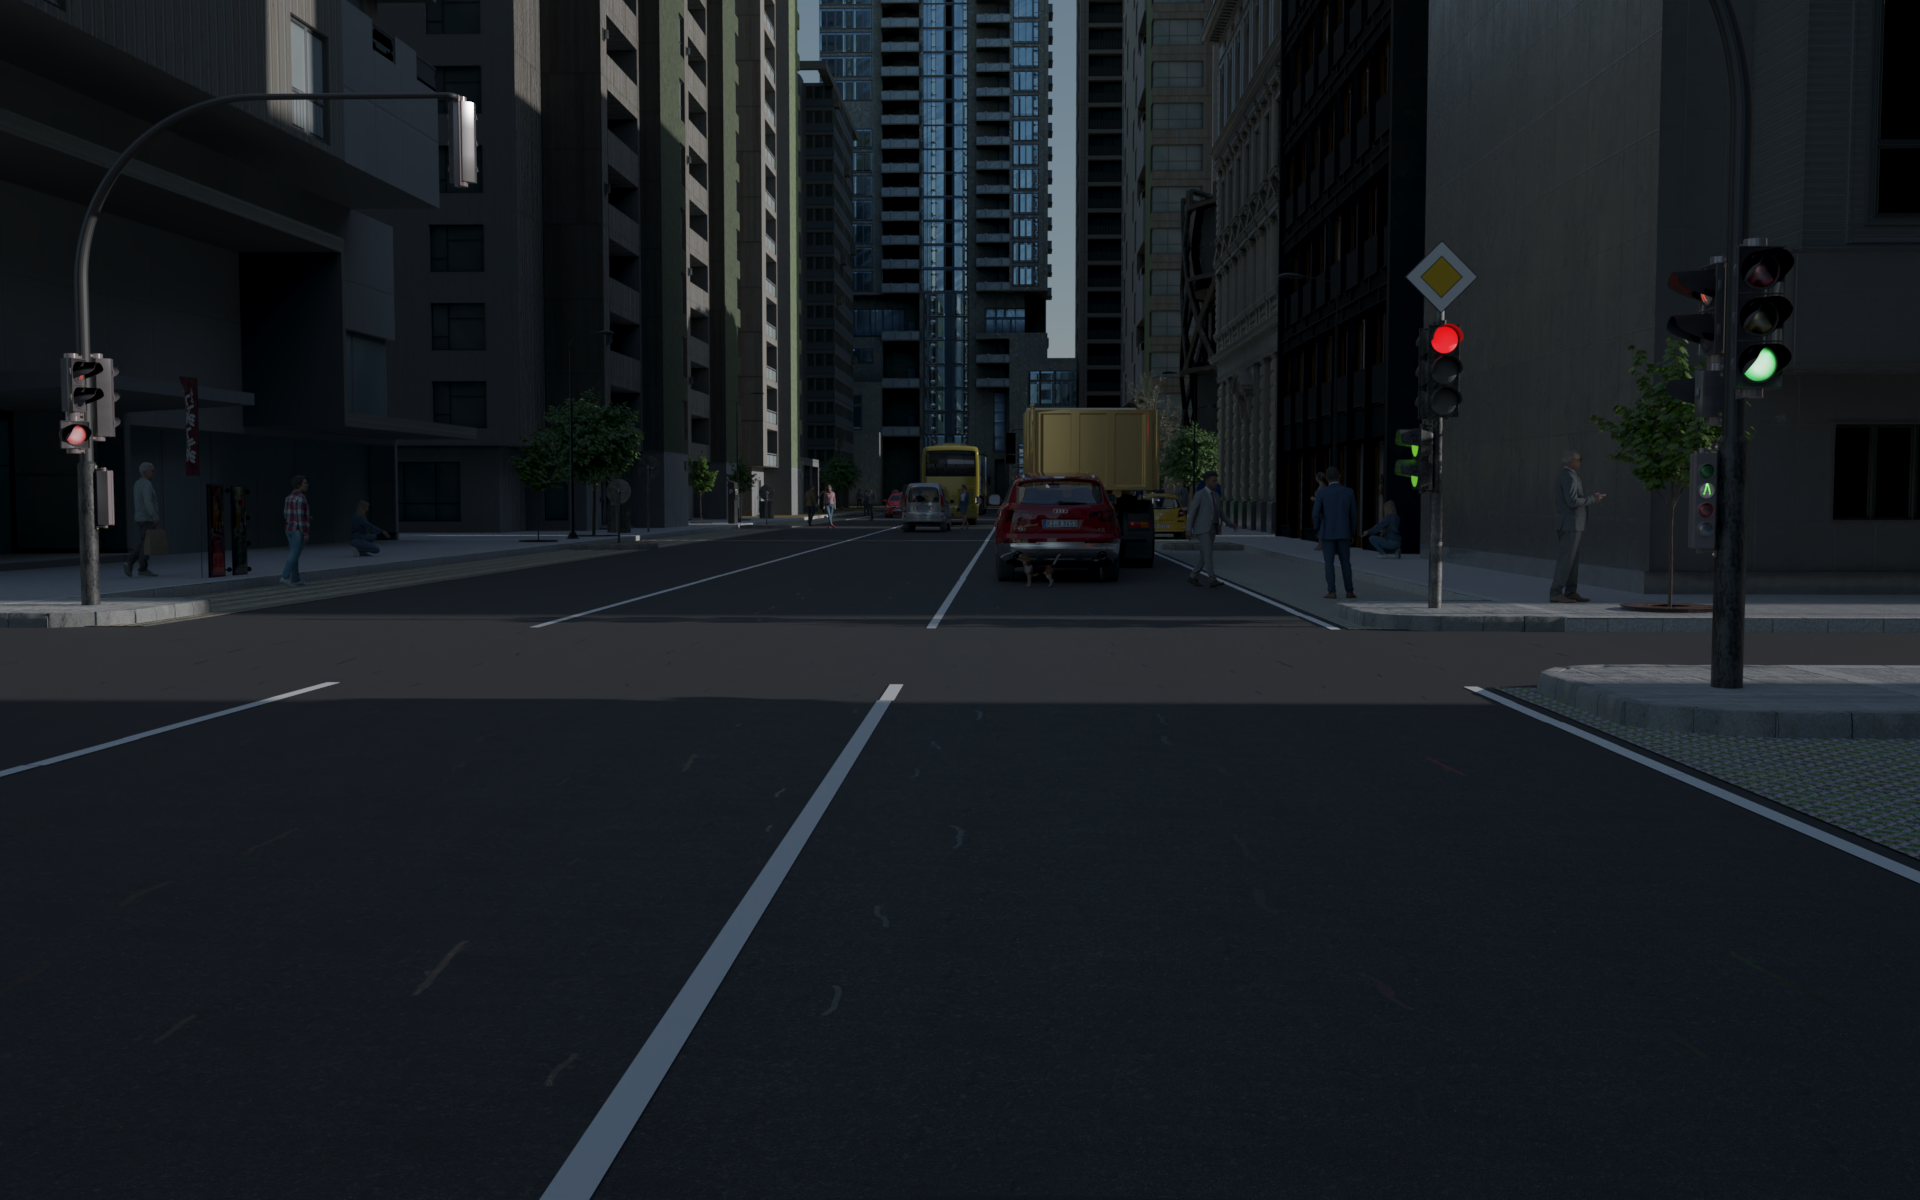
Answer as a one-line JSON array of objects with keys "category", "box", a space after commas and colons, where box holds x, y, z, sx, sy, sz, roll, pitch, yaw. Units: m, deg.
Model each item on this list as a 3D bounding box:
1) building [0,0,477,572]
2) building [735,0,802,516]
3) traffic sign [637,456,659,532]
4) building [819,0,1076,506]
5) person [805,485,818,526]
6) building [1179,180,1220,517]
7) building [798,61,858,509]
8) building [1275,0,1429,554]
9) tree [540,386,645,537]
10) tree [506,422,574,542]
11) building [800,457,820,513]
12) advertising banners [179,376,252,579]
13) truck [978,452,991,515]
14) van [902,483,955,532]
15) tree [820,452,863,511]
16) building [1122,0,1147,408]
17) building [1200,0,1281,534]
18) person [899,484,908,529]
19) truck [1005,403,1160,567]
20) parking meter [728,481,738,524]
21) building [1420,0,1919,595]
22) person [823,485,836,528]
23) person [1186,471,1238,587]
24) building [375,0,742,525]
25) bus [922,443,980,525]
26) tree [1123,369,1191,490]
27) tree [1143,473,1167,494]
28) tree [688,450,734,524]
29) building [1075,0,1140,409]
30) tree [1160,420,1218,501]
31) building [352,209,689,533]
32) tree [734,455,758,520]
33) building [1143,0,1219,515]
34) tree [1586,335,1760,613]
[{"category": "building", "box": [-27.181, -27.165, 33.386, 28.713, 52.752, 27.495, 0, 4, 2]}, {"category": "building", "box": [-17.262, -25.604, 102.216, 14.154, 41.232, 14.086, 0, 4, 2]}, {"category": "traffic sign", "box": [-10.483, -3.554, 58.217, 0.768, 2.556, 0.104, 0, 4, 5]}, {"category": "building", "box": [-3.039, -53.596, 188.959, 31.000, 86.520, 22.319, 0, 4, 2]}, {"category": "person", "box": [-6.711, -4.260, 78.066, 0.656, 1.842, 0.836, 0, 4, 6]}, {"category": "building", "box": [19.276, -13.360, 85.886, 16.820, 18.784, 16.811, 0, 4, 2]}, {"category": "building", "box": [-21.675, -28.301, 154.601, 23.993, 40.220, 32.217, 0, 4, 2]}, {"category": "building", "box": [15.490, -13.107, 43.978, 12.332, 23.373, 15.834, 0, 4, 2]}, {"category": "tree", "box": [-11.225, -4.217, 52.660, 4.285, 4.588, 4.351, 0, 3, 0]}, {"category": "tree", "box": [-11.186, -3.170, 46.424, 1.663, 3.219, 1.824, 0, 3, 0]}, {"category": "building", "box": [-20.526, -41.656, 119.325, 20.563, 71.187, 20.611, 0, 4, 2]}, {"category": "advertising banners", "box": [-11.466, -1.865, 26.680, 0.090, 3.025, 2.074, 0, 4, 3]}, {"category": "truck", "box": [0.579, -8.111, 121.531, 2.839, 4.237, 11.283, 0, 4, 3]}, {"category": "van", "box": [-1.248, -3.650, 66.697, 2.013, 2.044, 4.112, 0, 4, 3]}, {"category": "tree", "box": [-9.147, -9.185, 133.885, 4.285, 4.588, 4.351, 0, 3, 0]}, {"category": "building", "box": [26.798, -33.285, 133.444, 28.713, 52.752, 27.495, 0, 4, 2]}, {"category": "building", "box": [15.093, -14.255, 61.940, 11.050, 23.489, 19.941, 0, 4, 2]}, {"category": "person", "box": [-2.184, -3.772, 70.174, 0.555, 1.821, 0.388, -1, 4, -13]}, {"category": "truck", "box": [2.677, -2.552, 37.653, 3.469, 3.379, 9.791, 0, 4, 2]}, {"category": "parking meter", "box": [-9.796, -4.222, 74.735, 0.399, 1.863, 0.255, 2, 4, 26]}, {"category": "building", "box": [23.833, -12.673, 26.265, 30.058, 24.678, 14.314, 0, 4, 2]}, {"category": "person", "box": [-5.522, -3.950, 73.089, 0.555, 1.821, 0.388, -2, 4, -28]}, {"category": "person", "box": [3.813, -1.097, 26.708, 0.678, 1.792, 0.850, -3, 5, -42]}, {"category": "building", "box": [-18.857, -19.140, 84.636, 14.160, 30.474, 14.107, 0, 4, 2]}, {"category": "bus", "box": [-0.417, -5.569, 82.594, 2.896, 3.916, 12.252, 0, 3, 0]}, {"category": "tree", "box": [11.359, -9.244, 101.499, 4.360, 8.622, 3.978, 0, 3, 0]}, {"category": "tree", "box": [9.674, -5.637, 86.765, 1.663, 3.219, 1.824, 0, 3, 0]}, {"category": "tree", "box": [-11.261, -4.966, 75.789, 1.663, 3.219, 1.824, 0, 3, 0]}, {"category": "building", "box": [23.052, -45.835, 187.646, 20.611, 71.187, 20.563, 0, 4, 2]}, {"category": "tree", "box": [10.238, -5.603, 75.325, 4.285, 4.588, 4.351, 0, 3, 0]}, {"category": "building", "box": [-18.221, -17.788, 62.537, 14.160, 30.474, 14.107, 0, 4, 2]}, {"category": "tree", "box": [-10.593, -5.501, 84.549, 1.663, 3.219, 1.824, 0, 3, 0]}, {"category": "building", "box": [18.991, -26.253, 112.826, 14.154, 41.232, 14.086, 0, 4, 2]}, {"category": "tree", "box": [7.841, -1.488, 18.929, 1.663, 3.219, 1.824, 0, 3, 0]}]
